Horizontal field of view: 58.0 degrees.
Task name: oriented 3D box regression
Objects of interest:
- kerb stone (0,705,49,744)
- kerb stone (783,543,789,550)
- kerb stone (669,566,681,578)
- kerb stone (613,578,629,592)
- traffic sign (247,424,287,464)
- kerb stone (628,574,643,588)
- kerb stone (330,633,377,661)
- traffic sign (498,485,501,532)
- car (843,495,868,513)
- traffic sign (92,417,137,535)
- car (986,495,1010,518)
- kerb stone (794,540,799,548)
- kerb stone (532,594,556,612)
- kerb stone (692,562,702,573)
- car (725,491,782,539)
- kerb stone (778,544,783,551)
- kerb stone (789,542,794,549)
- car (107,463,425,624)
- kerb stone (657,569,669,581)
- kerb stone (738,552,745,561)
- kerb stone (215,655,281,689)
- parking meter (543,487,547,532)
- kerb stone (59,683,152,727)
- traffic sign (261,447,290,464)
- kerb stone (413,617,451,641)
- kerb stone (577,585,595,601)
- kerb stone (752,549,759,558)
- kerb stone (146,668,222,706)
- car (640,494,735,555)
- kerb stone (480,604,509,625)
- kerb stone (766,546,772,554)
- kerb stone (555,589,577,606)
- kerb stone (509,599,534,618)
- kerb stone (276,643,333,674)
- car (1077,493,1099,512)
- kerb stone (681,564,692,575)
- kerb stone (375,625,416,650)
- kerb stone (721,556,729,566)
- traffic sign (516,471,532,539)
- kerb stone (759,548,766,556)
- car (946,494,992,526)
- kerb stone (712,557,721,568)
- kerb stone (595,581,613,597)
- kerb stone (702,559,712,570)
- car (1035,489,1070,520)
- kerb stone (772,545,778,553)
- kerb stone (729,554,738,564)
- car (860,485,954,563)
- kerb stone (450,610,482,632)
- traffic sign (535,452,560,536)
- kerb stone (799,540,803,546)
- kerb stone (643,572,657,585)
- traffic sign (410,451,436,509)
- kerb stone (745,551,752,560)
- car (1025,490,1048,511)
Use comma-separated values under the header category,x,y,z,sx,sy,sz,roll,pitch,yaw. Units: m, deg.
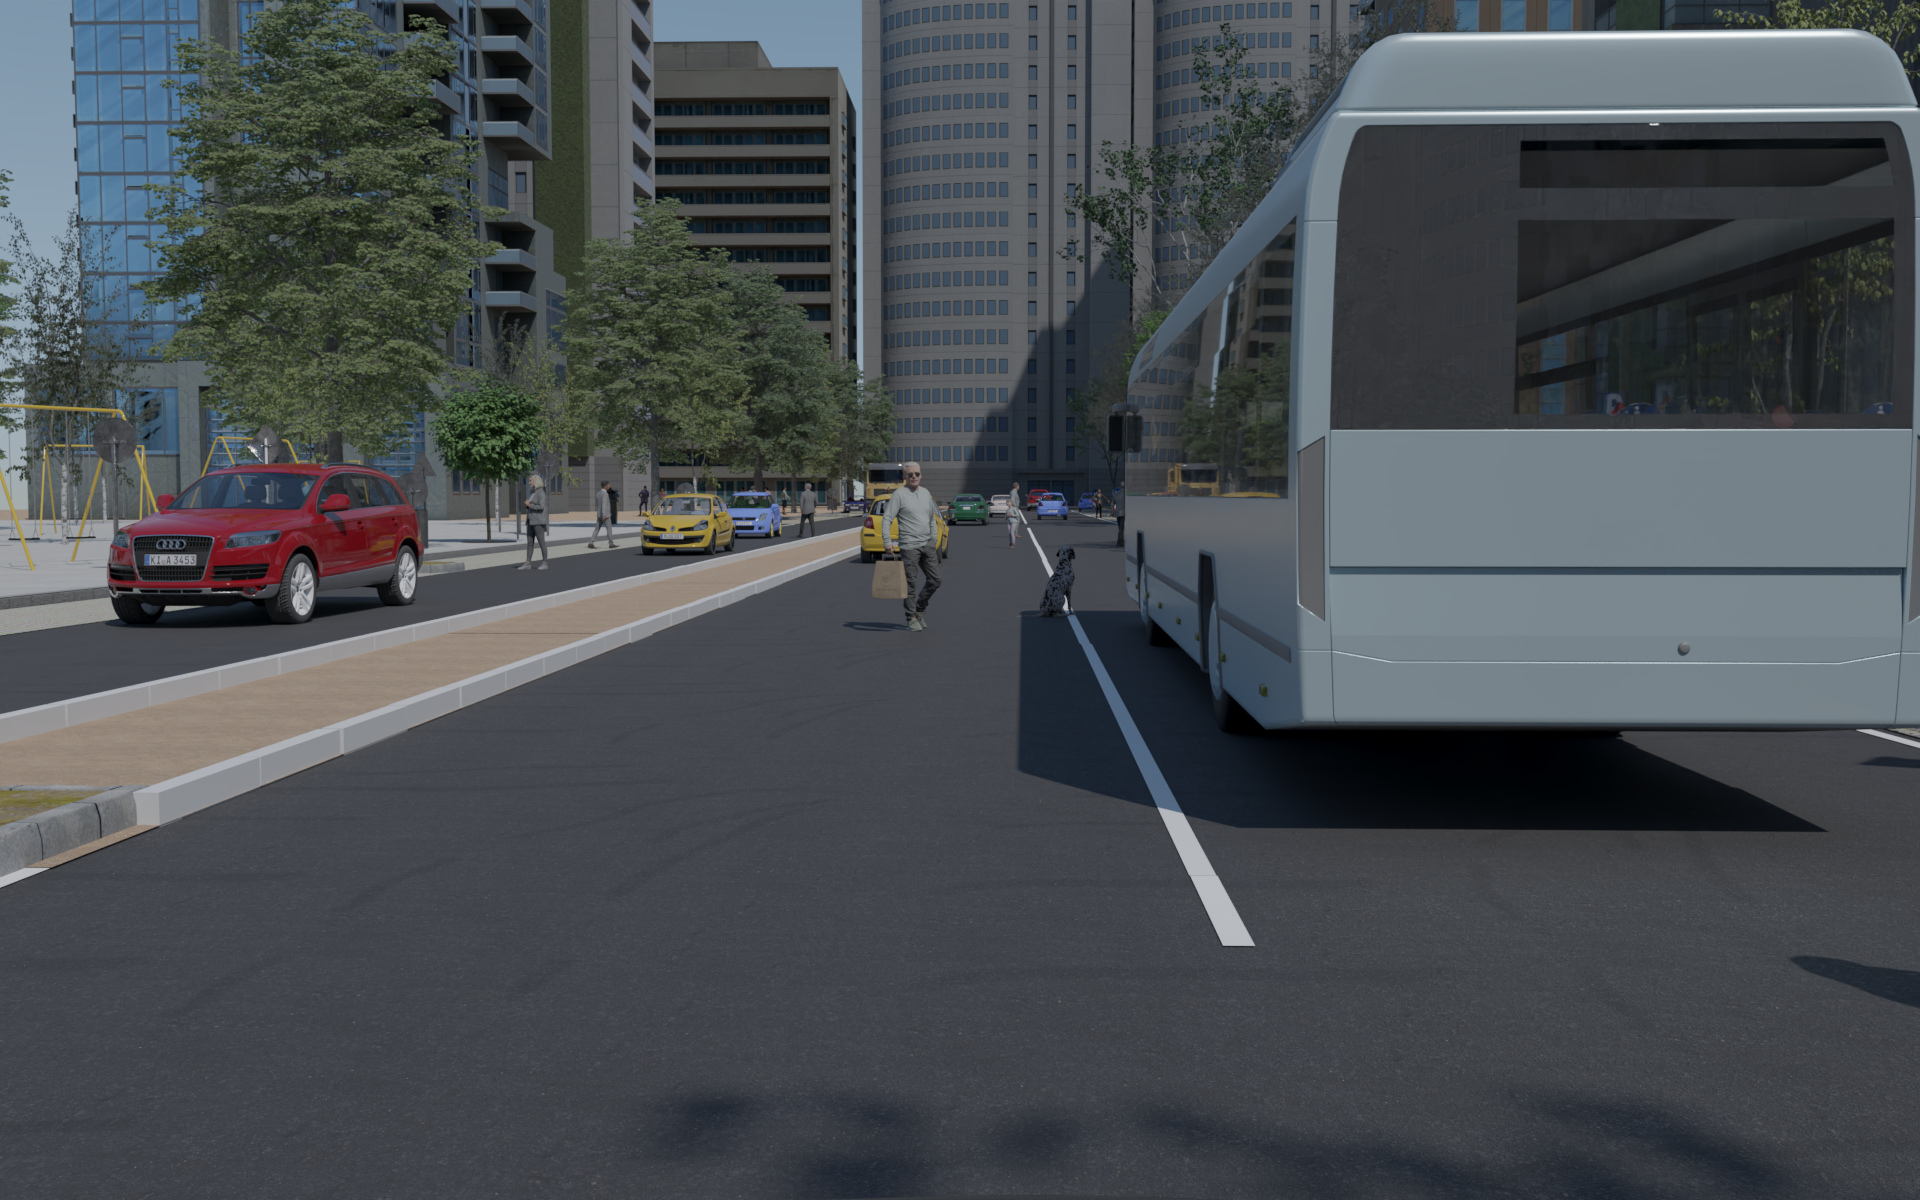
category,x,y,z,sx,sy,sz,roll,pitch,yaw
kerb stone,-5.527,0.742,10.058,0.120,0.150,1.000,0,4,2
kerb stone,-4.530,-1.325,43.863,0.120,0.150,1.000,0,4,2
kerb stone,-4.956,-0.442,29.525,0.120,0.150,1.000,0,4,2
kerb stone,-5.075,-0.198,25.434,0.120,0.150,1.000,0,4,2
traffic sign,-13.085,-2.017,32.706,0.795,2.593,0.064,0,4,7
kerb stone,-5.054,-0.261,26.457,0.120,0.150,1.000,0,4,2
kerb stone,-5.378,0.429,15.181,0.120,0.150,1.000,0,4,2
traffic sign,-15.490,-3.555,58.227,0.768,2.556,0.104,0,4,3
car,-7.673,-7.076,128.271,1.945,1.354,3.894,0,4,1
traffic sign,-14.033,-1.753,28.765,0.768,2.556,0.104,0,4,4
car,2.659,-5.790,107.026,2.083,1.381,4.827,0,4,2
kerb stone,-4.465,-1.445,45.912,0.120,0.150,1.000,0,4,2
kerb stone,-5.196,0.054,21.321,0.120,0.150,1.000,0,4,2
kerb stone,-4.892,-0.567,31.576,0.120,0.150,1.000,0,4,2
car,-6.856,-2.888,56.804,1.945,1.707,3.694,0,4,1
kerb stone,-4.560,-1.263,42.841,0.120,0.150,1.000,0,4,2
kerb stone,-4.497,-1.388,44.886,0.120,0.150,1.000,0,4,2
car,-8.168,-0.741,20.784,2.281,1.827,5.304,0,4,3
kerb stone,-4.984,-0.380,28.503,0.120,0.150,1.000,0,4,2
kerb stone,-4.742,-0.886,36.693,0.120,0.150,1.000,0,4,2
kerb stone,-5.438,0.555,13.127,0.120,0.150,1.000,0,4,2
parking meter,-14.112,-3.070,58.613,0.372,1.533,0.369,0,3,0
kerb stone,-5.497,0.680,11.082,0.120,0.150,1.000,0,4,2
traffic sign,-17.009,-2.625,43.021,0.768,2.556,0.104,0,4,6
kerb stone,-5.311,0.304,17.230,0.120,0.150,1.000,0,4,2
kerb stone,-5.138,-0.071,23.375,0.120,0.150,1.000,0,4,2
kerb stone,-4.680,-1.011,38.741,0.120,0.150,1.000,0,4,2
kerb stone,-5.467,0.617,12.104,0.120,0.150,1.000,0,4,2
car,-6.548,-1.932,41.805,2.015,1.641,3.980,0,4,2
kerb stone,-5.254,0.179,19.273,0.120,0.150,1.000,0,4,2
kerb stone,-4.622,-1.137,40.791,0.120,0.150,1.000,0,4,2
kerb stone,-5.165,-0.008,22.353,0.120,0.150,1.000,0,4,2
kerb stone,-5.221,0.116,20.299,0.120,0.150,1.000,0,4,2
kerb stone,-5.400,0.492,14.154,0.120,0.150,1.000,0,4,2
car,10.550,-8.088,141.835,1.945,1.707,3.694,0,4,3
kerb stone,-4.927,-0.511,30.552,0.120,0.150,1.000,0,4,2
kerb stone,-5.349,0.366,16.208,0.120,0.150,1.000,0,4,2
kerb stone,-4.804,-0.761,34.643,0.120,0.150,1.000,0,4,2
traffic sign,-12.556,-3.004,49.116,0.884,2.594,0.081,1,4,8
kerb stone,-4.654,-1.075,39.764,0.120,0.150,1.000,0,4,2
car,0.405,-4.161,79.838,2.131,1.459,4.920,0,4,3
kerb stone,-4.832,-0.699,33.620,0.120,0.150,1.000,0,4,2
kerb stone,-5.102,-0.136,24.412,0.120,0.150,1.000,0,4,2
kerb stone,-4.868,-0.632,32.598,0.120,0.150,1.000,0,4,2
car,5.154,-5.329,96.713,1.945,1.707,3.694,0,4,2
kerb stone,-4.590,-1.200,41.819,0.120,0.150,1.000,0,4,2
kerb stone,-4.774,-0.824,35.671,0.120,0.150,1.000,0,4,2
car,-1.154,-1.655,37.277,2.015,1.641,3.980,0,4,2
kerb stone,-5.281,0.241,18.251,0.120,0.150,1.000,0,4,2
traffic sign,-12.587,-3.224,52.822,0.768,2.556,0.104,0,4,5
kerb stone,-4.440,-1.513,46.940,0.120,0.150,1.000,0,4,2
kerb stone,-5.018,-0.322,27.480,0.120,0.150,1.000,0,4,2
traffic sign,-16.209,-3.195,52.240,0.884,2.594,0.081,1,4,9
kerb stone,-4.712,-0.944,37.719,0.120,0.150,1.000,0,4,2
car,6.634,-8.378,145.646,2.281,1.827,5.304,0,4,2
